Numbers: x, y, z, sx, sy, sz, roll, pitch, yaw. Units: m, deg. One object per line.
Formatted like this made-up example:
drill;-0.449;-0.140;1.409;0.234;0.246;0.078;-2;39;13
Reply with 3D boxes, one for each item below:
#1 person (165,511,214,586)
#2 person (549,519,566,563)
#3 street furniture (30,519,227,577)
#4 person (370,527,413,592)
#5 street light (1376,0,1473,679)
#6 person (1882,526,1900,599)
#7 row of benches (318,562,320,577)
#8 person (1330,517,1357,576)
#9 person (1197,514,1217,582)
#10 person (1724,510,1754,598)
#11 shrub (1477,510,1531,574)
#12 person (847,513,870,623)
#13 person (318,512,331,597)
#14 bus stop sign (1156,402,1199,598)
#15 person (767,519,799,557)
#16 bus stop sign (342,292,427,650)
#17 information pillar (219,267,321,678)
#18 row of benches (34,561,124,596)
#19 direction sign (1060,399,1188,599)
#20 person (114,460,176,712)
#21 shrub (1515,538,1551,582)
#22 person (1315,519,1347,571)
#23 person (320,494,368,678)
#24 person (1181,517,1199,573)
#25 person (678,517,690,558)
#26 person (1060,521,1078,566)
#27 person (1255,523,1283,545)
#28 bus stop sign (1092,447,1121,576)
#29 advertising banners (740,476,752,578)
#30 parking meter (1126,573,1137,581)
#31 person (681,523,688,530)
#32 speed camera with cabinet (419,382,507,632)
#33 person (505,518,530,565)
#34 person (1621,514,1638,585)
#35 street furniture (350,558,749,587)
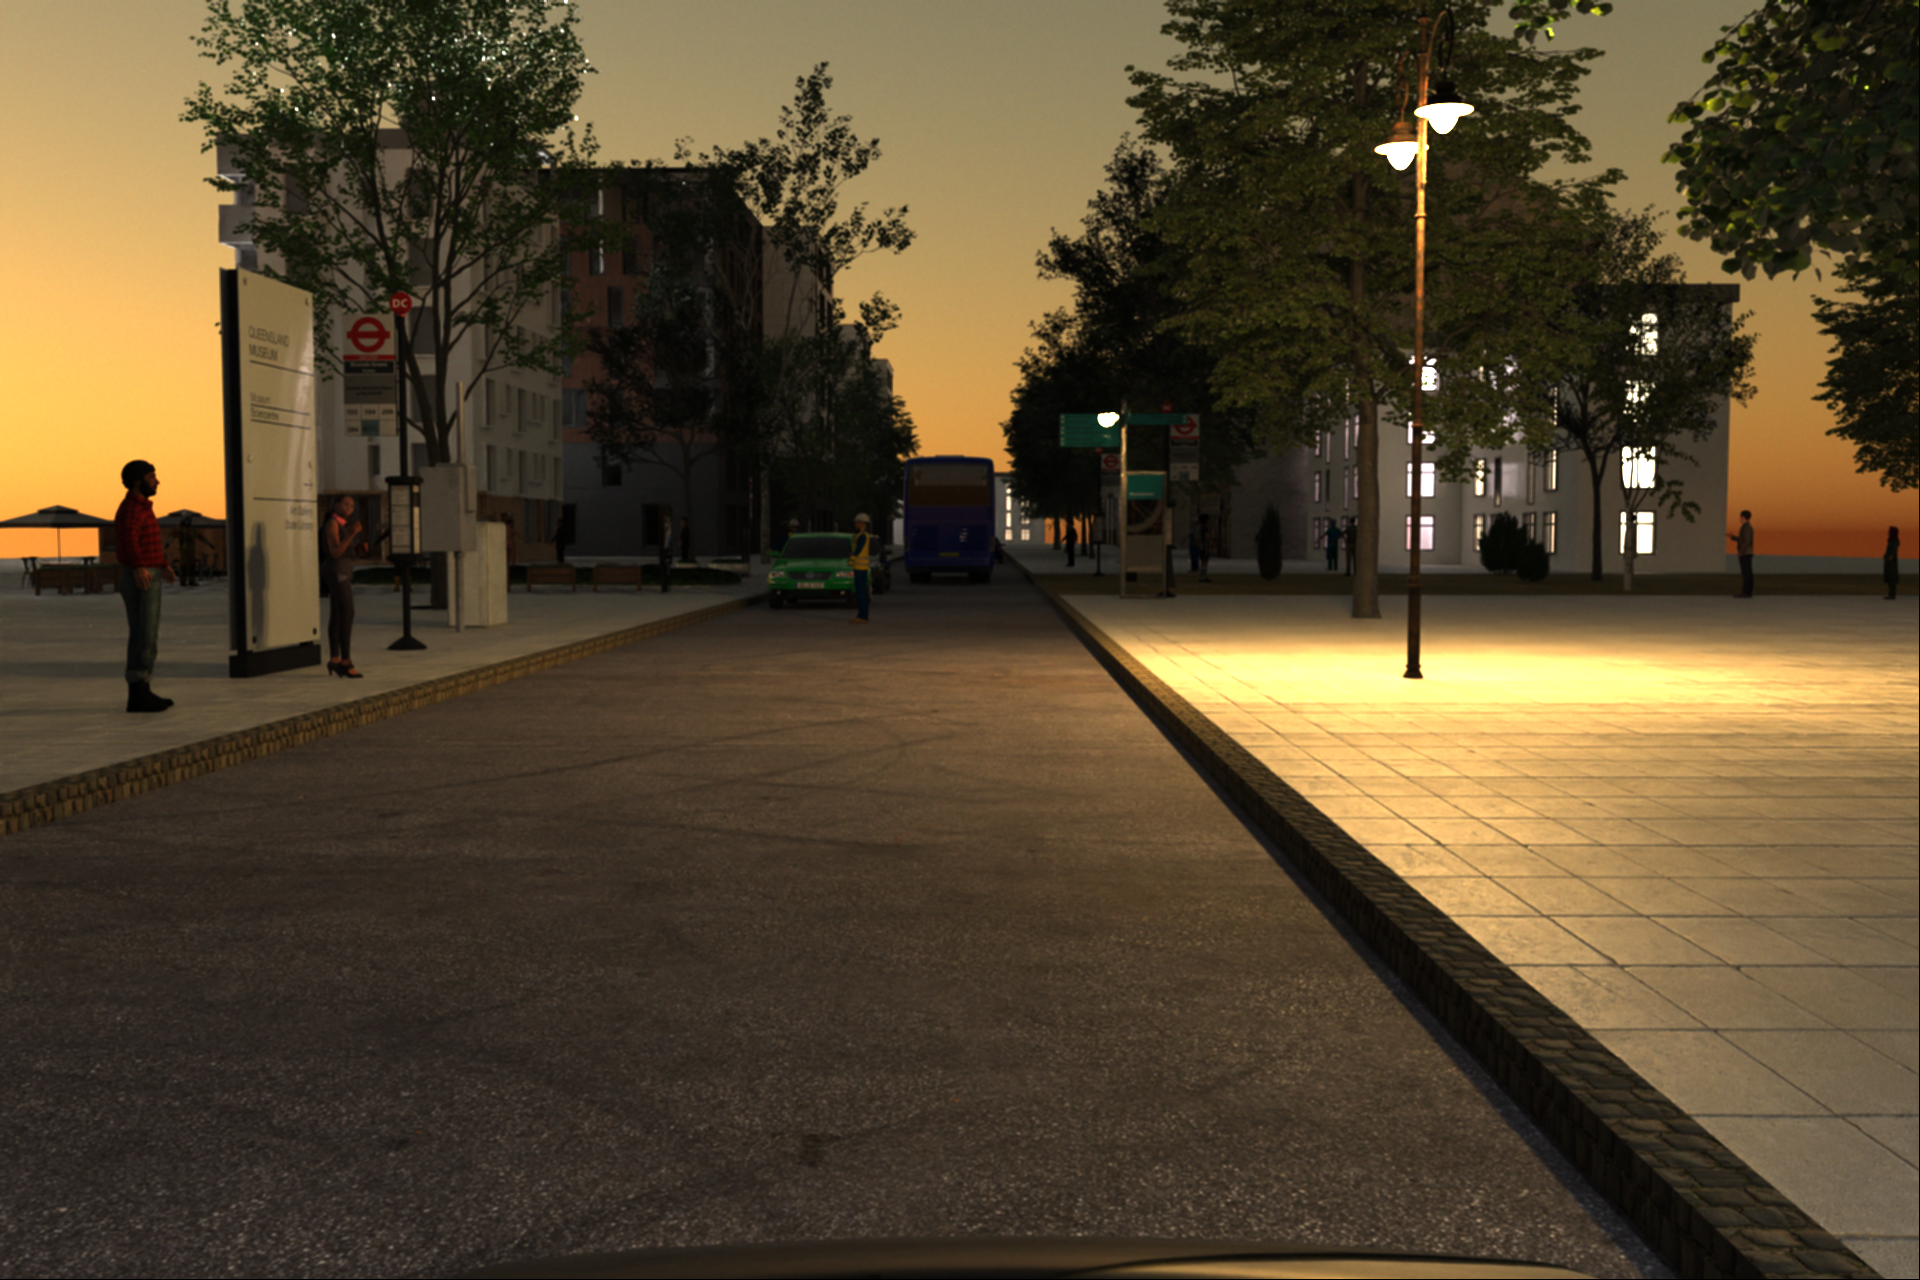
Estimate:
person;-18.962;-2.248;42.522;0.705;1.858;1.354;2;4;30
person;-13.462;-3.178;58.192;0.704;1.802;1.346;0;4;7
street furniture;-23.364;-2.986;55.670;9.812;1.723;11.010;0;4;-1
person;-12.421;-1.983;38.552;1.346;1.812;0.704;-1;4;-18
street light;4.042;-2.598;15.268;0.468;5.910;1.993;0;4;0
person;18.296;-1.524;34.132;0.599;1.438;0.989;1;4;22
row of benches;-16.909;-1.784;44.634;1.422;0.672;4.104;0;4;5
person;11.992;-2.858;52.997;1.348;1.796;0.705;0;4;-6
person;6.562;-2.455;46.283;0.704;1.843;1.345;-1;4;-9
person;15.754;-1.745;35.112;0.617;1.759;0.750;-3;5;-43
shrub;17.412;-3.143;55.433;1.661;2.075;1.752;0;3;0
person;-1.675;-1.164;27.953;0.721;1.772;1.216;0;4;4
person;-12.848;-1.736;35.162;0.721;1.737;1.214;2;4;32
bus stop sign;4.402;-2.837;35.084;0.855;3.939;0.416;0;4;1
person;-3.775;-1.850;39.173;1.216;1.772;0.721;-1;4;-23
bus stop sign;-6.383;-1.865;19.201;0.855;3.939;0.416;0;4;1
information pillar;-6.403;-1.518;16.141;0.184;3.620;1.656;0;4;2
row of benches;-19.025;-1.375;37.939;1.422;0.672;4.104;0;4;-2
direction sign;3.230;-2.751;33.741;2.525;3.948;1.411;0;4;1
person;-5.910;-0.396;12.581;0.704;1.816;1.345;-1;4;-17
shrub;15.394;-2.167;46.544;1.383;1.207;1.383;0;3;0
person;13.114;-3.357;61.011;1.347;1.817;0.704;-2;4;-24
person;-5.507;-0.494;15.585;0.593;1.643;0.415;2;4;32
person;7.737;-3.146;57.298;0.705;1.847;1.347;-2;4;-24
person;-8.798;-3.015;55.236;0.705;1.837;1.347;0;4;-3
person;4.377;-3.824;68.707;0.705;1.806;1.347;-2;4;-23
person;10.022;-3.036;56.351;0.721;1.740;1.216;-3;4;-36
bus stop sign;4.433;-3.903;52.512;0.855;3.939;0.416;0;4;1
advertising banners;-6.331;-3.383;51.501;0.090;3.025;2.074;0;4;2
parking meter;4.631;-2.362;47.028;0.372;1.533;0.369;0;3;0
person;-10.185;-3.562;64.370;0.705;1.813;1.348;-1;4;-8
speed camera with cabinet;-6.694;-1.776;23.375;0.660;3.252;2.038;0;4;1
person;-12.760;-2.599;49.294;1.217;1.733;0.721;1;4;22
person;16.817;-2.286;43.558;0.705;1.806;1.347;1;4;22
street furniture;-10.288;-1.775;44.643;10.072;0.657;5.734;1;4;10
